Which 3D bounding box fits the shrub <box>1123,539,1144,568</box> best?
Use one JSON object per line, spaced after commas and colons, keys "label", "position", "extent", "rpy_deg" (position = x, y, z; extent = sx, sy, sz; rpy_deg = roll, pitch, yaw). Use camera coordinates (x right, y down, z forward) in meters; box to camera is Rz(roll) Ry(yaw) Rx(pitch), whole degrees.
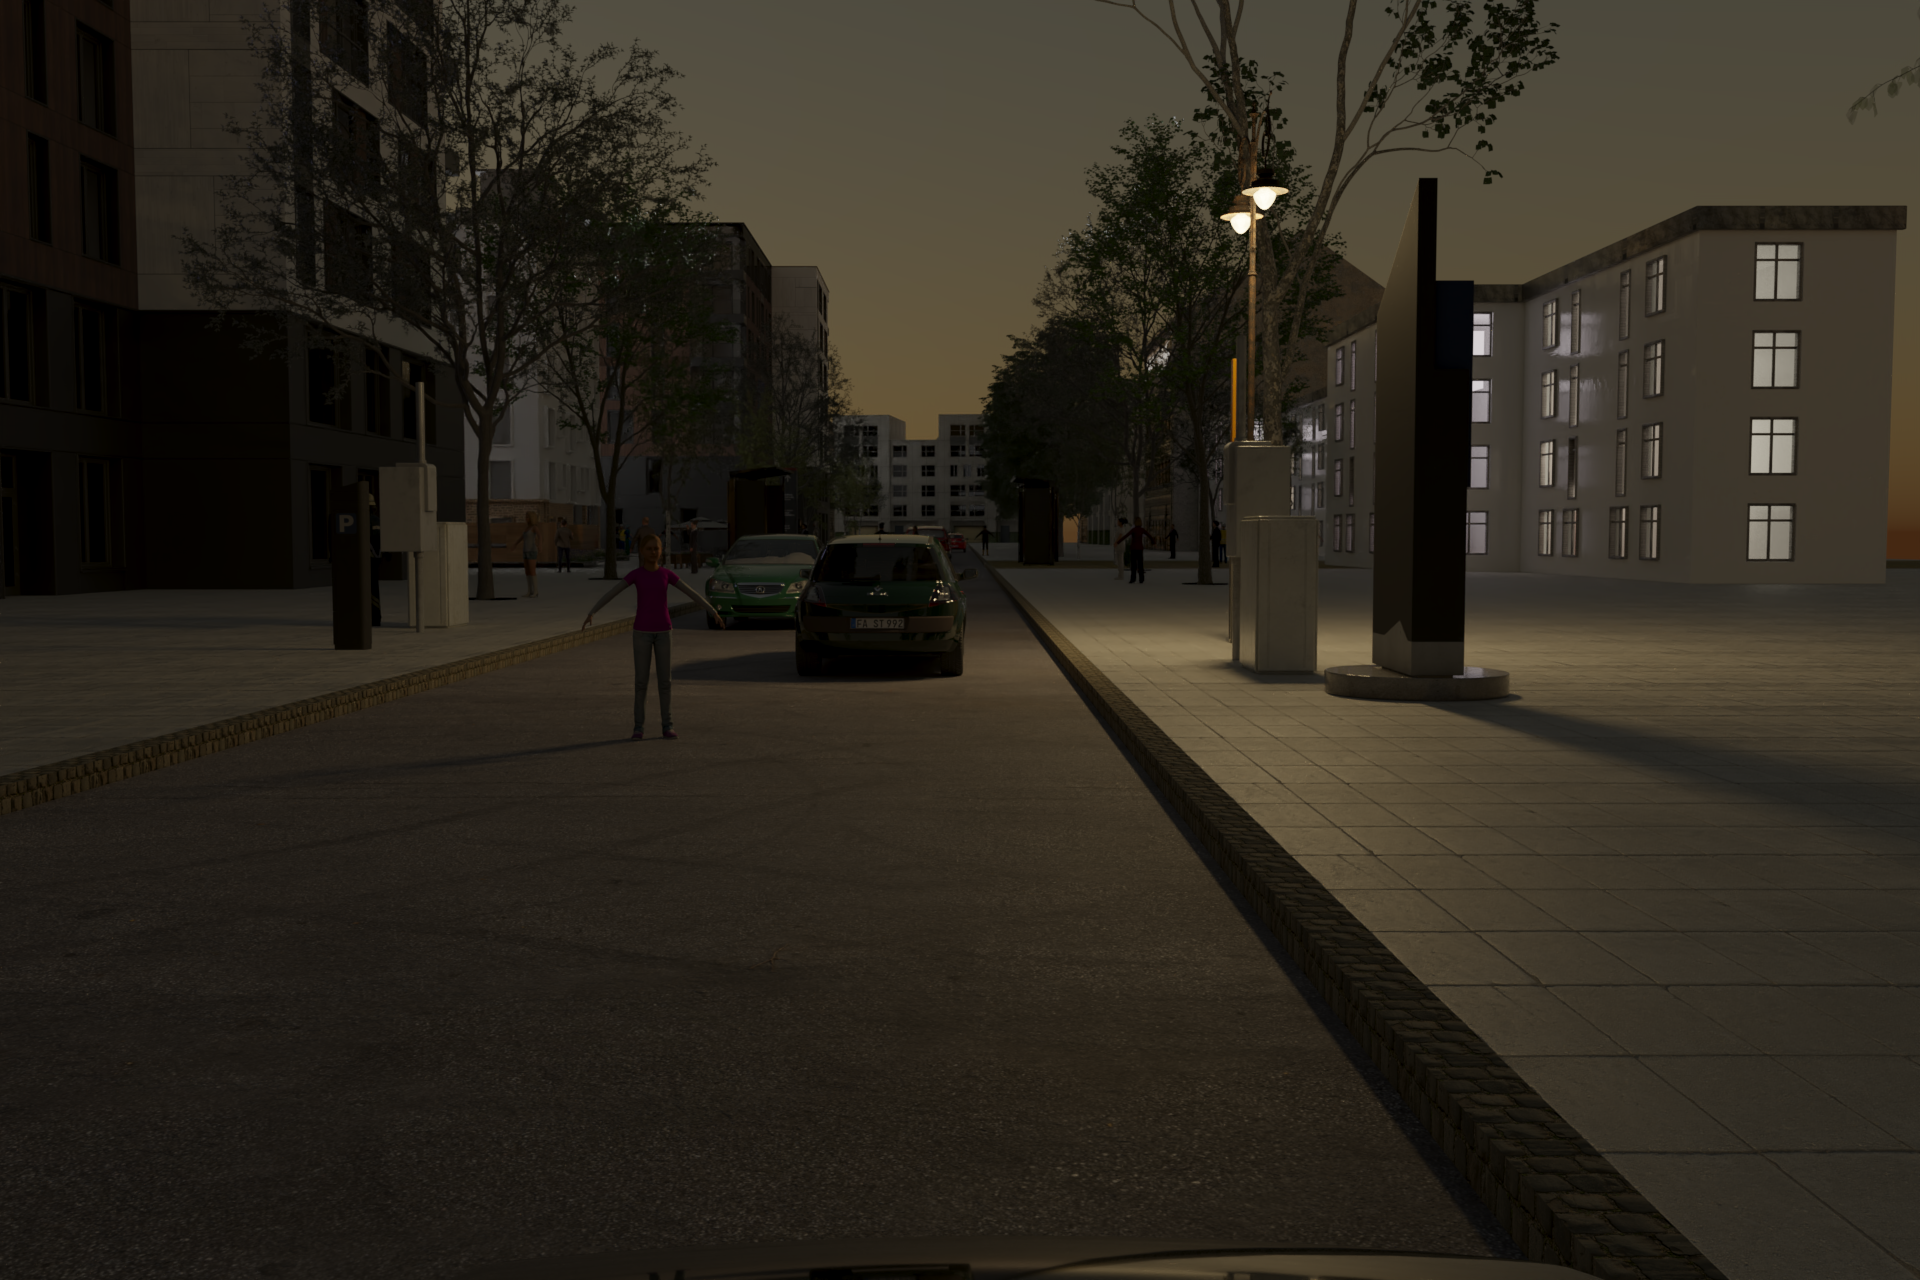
{"label": "shrub", "position": [6.515, -3.336, 65.664], "extent": [1.383, 1.207, 1.383], "rpy_deg": [0, 3, 0]}

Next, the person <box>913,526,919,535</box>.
{"label": "person", "position": [-1.966, -4.077, 75.349], "extent": [0.704, 1.802, 1.346], "rpy_deg": [1, 4, 14]}

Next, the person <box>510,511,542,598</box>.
{"label": "person", "position": [-8.753, -1.737, 35.015], "extent": [0.721, 1.753, 1.214], "rpy_deg": [-3, 5, -42]}

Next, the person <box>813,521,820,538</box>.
{"label": "person", "position": [-5.896, -3.954, 70.782], "extent": [0.705, 1.813, 1.348], "rpy_deg": [-1, 4, -14]}

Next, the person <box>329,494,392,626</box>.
{"label": "person", "position": [-8.232, -1.108, 23.977], "extent": [0.704, 1.845, 1.351], "rpy_deg": [1, 4, 15]}

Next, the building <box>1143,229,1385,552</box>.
{"label": "building", "position": [24.586, -18.555, 134.299], "extent": [19.493, 23.208, 18.063], "rpy_deg": [0, 4, 0]}

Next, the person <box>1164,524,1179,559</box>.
{"label": "person", "position": [10.967, -5.092, 89.483], "extent": [0.704, 1.802, 1.346], "rpy_deg": [-2, 4, -25]}

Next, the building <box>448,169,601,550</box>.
{"label": "building", "position": [-26.560, -14.355, 91.128], "extent": [16.016, 20.090, 11.380], "rpy_deg": [0, 3, 0]}

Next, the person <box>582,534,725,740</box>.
{"label": "person", "position": [-2.135, -0.021, 12.072], "extent": [0.991, 1.433, 0.599], "rpy_deg": [-1, 4, -17]}

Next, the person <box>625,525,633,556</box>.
{"label": "person", "position": [-19.338, -5.803, 101.007], "extent": [0.704, 1.817, 1.347], "rpy_deg": [-3, 4, -39]}

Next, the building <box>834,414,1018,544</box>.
{"label": "building", "position": [-2.172, -24.035, 261.882], "extent": [31.486, 18.905, 16.747], "rpy_deg": [0, 4, 7]}

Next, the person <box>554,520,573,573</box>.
{"label": "person", "position": [-13.201, -3.131, 57.759], "extent": [0.617, 1.759, 0.750], "rpy_deg": [-1, 4, -10]}

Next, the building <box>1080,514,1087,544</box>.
{"label": "building", "position": [26.095, -24.629, 233.607], "extent": [19.493, 23.208, 18.063], "rpy_deg": [0, 4, 0]}

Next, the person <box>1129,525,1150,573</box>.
{"label": "person", "position": [5.906, -3.105, 56.674], "extent": [0.599, 1.838, 0.709], "rpy_deg": [-3, 4, -36]}

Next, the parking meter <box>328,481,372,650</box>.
{"label": "parking meter", "position": [-6.768, -0.826, 19.211], "extent": [0.399, 1.863, 0.255], "rpy_deg": [0, 4, 0]}

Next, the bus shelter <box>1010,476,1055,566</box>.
{"label": "bus shelter", "position": [3.069, -5.021, 73.381], "extent": [1.731, 3.624, 6.357], "rpy_deg": [0, 3, 0]}

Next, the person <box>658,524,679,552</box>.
{"label": "person", "position": [-16.001, -5.413, 94.643], "extent": [1.345, 1.843, 0.704], "rpy_deg": [-2, 4, -24]}

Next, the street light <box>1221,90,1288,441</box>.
{"label": "street light", "position": [3.141, -2.807, 18.678], "extent": [0.468, 5.910, 1.993], "rpy_deg": [0, 4, 0]}

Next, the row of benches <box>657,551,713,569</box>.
{"label": "row of benches", "position": [-10.410, -2.991, 64.369], "extent": [1.422, 0.672, 4.104], "rpy_deg": [1, 4, 20]}

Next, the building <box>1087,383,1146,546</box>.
{"label": "building", "position": [24.943, -20.858, 207.480], "extent": [16.747, 18.905, 31.486], "rpy_deg": [0, 4, 0]}

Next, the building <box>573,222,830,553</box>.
{"label": "building", "position": [-24.808, -17.493, 129.987], "extent": [27.936, 21.610, 32.646], "rpy_deg": [0, 4, 0]}

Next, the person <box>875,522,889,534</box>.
{"label": "person", "position": [-2.662, -3.097, 59.032], "extent": [1.347, 1.837, 0.705], "rpy_deg": [1, 4, 12]}

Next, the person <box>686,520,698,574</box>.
{"label": "person", "position": [-8.746, -3.021, 56.231], "extent": [0.742, 1.727, 0.445], "rpy_deg": [3, 5, 42]}

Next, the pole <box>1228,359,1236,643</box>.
{"label": "pole", "position": [3.249, -1.618, 20.292], "extent": [0.158, 3.312, 0.155], "rpy_deg": [0, 3, 0]}

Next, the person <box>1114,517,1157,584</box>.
{"label": "person", "position": [4.566, -2.332, 44.942], "extent": [1.215, 1.729, 0.721], "rpy_deg": [-1, 4, -20]}

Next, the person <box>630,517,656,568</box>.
{"label": "person", "position": [-8.780, -2.539, 48.115], "extent": [0.990, 1.755, 0.434], "rpy_deg": [-3, 5, -41]}

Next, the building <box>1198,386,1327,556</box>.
{"label": "building", "position": [21.626, -10.356, 111.463], "extent": [9.099, 9.664, 28.070], "rpy_deg": [0, 4, 0]}

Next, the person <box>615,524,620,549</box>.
{"label": "person", "position": [-18.868, -5.481, 95.399], "extent": [0.705, 1.856, 1.354], "rpy_deg": [-1, 4, -15]}

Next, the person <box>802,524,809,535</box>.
{"label": "person", "position": [-7.156, -4.410, 78.825], "extent": [0.721, 1.740, 1.216], "rpy_deg": [-2, 4, -34]}

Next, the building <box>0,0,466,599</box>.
{"label": "building", "position": [-29.323, -11.818, 37.205], "extent": [27.936, 21.610, 32.646], "rpy_deg": [0, 3, 0]}

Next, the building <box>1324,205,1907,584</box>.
{"label": "building", "position": [19.655, -7.114, 58.465], "extent": [9.099, 9.664, 28.070], "rpy_deg": [0, 4, 0]}

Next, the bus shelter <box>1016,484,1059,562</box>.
{"label": "bus shelter", "position": [3.679, -5.560, 82.189], "extent": [1.731, 3.624, 6.357], "rpy_deg": [0, 4, -1]}

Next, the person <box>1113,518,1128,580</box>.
{"label": "person", "position": [4.436, -2.569, 48.766], "extent": [0.721, 1.739, 1.217], "rpy_deg": [1, 4, 10]}

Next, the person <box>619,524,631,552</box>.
{"label": "person", "position": [-19.099, -5.612, 97.718], "extent": [1.349, 1.833, 0.705], "rpy_deg": [2, 4, 27]}

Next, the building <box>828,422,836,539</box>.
{"label": "building", "position": [-27.071, -24.712, 234.964], "extent": [19.493, 23.208, 18.063], "rpy_deg": [0, 4, 1]}

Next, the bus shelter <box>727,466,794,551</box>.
{"label": "bus shelter", "position": [-7.201, -4.392, 63.092], "extent": [1.731, 3.624, 6.357], "rpy_deg": [0, 4, 0]}

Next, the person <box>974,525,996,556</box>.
{"label": "person", "position": [1.513, -5.945, 103.334], "extent": [1.346, 1.812, 0.704], "rpy_deg": [0, 4, 2]}
